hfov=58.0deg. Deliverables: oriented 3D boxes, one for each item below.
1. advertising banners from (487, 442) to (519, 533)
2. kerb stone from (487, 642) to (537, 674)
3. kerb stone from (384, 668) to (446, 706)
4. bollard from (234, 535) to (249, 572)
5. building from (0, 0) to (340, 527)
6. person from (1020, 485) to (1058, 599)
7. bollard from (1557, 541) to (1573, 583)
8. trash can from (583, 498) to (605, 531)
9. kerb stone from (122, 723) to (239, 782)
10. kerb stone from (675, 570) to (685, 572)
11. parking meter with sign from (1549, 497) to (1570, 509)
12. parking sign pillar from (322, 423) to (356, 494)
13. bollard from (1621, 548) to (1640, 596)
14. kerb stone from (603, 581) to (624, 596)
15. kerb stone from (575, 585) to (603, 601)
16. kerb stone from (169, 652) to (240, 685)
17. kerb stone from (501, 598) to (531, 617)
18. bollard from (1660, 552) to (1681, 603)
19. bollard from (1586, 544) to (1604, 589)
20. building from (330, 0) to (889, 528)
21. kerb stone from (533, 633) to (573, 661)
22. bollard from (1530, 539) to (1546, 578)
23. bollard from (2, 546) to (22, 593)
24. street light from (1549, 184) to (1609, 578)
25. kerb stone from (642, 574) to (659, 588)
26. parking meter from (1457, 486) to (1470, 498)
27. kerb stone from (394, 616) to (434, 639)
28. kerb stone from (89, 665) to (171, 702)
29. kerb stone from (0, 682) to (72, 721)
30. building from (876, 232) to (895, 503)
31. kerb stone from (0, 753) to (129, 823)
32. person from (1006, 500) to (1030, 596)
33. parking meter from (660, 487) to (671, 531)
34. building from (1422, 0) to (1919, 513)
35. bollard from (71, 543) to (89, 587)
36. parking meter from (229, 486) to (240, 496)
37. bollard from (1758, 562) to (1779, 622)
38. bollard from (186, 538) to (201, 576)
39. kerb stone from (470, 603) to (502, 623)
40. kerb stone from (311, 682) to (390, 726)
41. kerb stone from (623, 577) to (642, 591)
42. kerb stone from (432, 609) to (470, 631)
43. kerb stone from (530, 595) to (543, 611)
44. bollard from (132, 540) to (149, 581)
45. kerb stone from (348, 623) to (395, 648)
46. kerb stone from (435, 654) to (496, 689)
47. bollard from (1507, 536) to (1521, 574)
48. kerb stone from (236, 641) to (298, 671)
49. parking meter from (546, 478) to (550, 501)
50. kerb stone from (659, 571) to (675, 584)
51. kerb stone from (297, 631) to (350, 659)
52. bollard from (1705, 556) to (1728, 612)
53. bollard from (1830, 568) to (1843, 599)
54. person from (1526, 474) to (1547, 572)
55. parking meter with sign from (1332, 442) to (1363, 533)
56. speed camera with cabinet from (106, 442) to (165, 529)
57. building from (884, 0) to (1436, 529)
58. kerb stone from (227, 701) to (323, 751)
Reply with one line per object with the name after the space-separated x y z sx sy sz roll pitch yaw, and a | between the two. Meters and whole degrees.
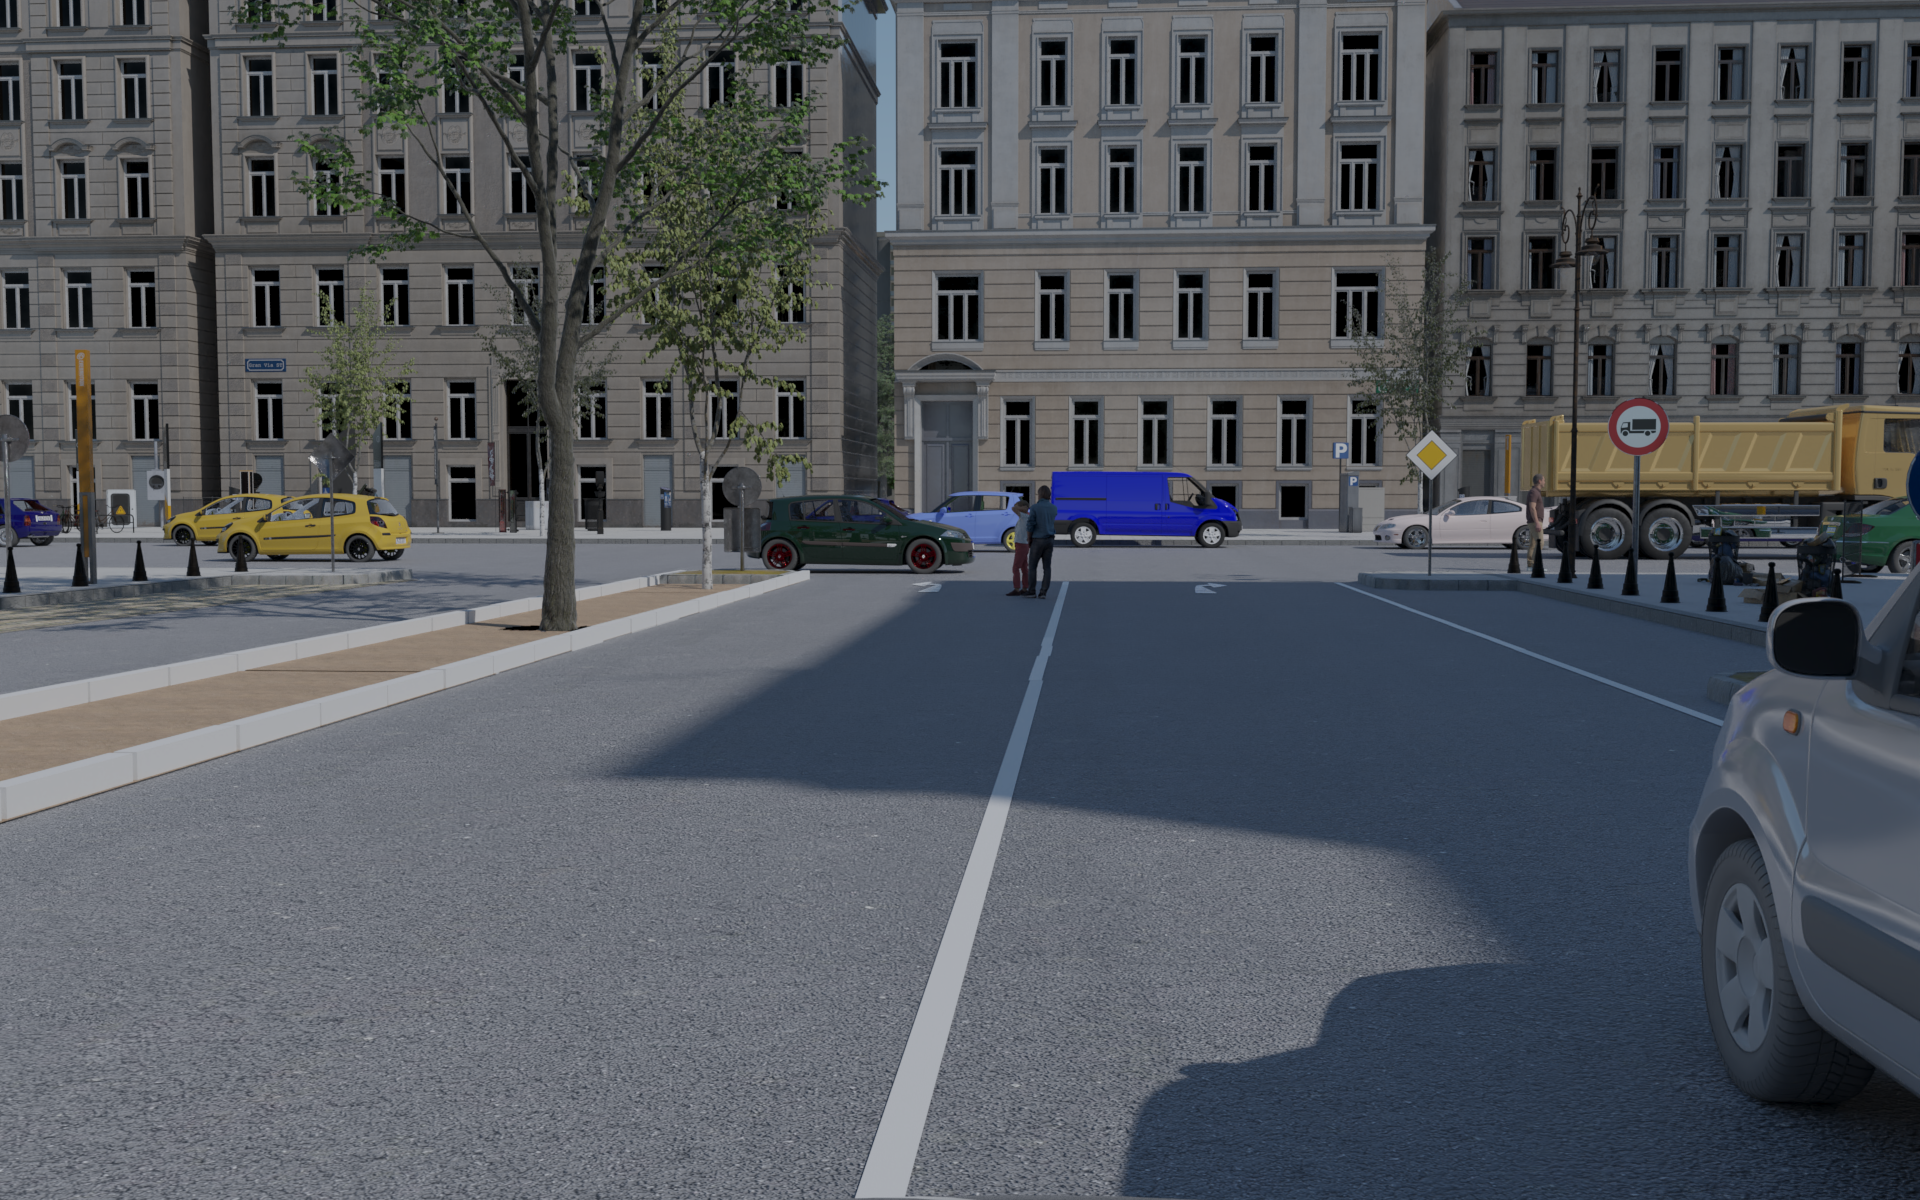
-15.258 -3.766 57.755 0.090 3.025 2.074 -3 5 -41 | advertising banners
-3.718 0.487 14.235 0.120 0.150 1.000 0 4 4 | kerb stone
-3.878 0.619 12.182 0.120 0.150 1.000 0 4 4 | kerb stone
-11.859 -0.766 28.559 0.229 0.601 0.229 0 3 0 | bollard
-41.331 -16.851 72.784 25.104 27.353 12.463 0 4 4 | building
1.091 -0.797 23.750 0.499 1.552 0.429 0 4 -2 | person
8.730 -0.547 24.978 0.229 0.601 0.229 0 3 0 | bollard
-12.689 -2.958 60.017 0.748 1.137 0.748 0 3 0 | trash can
-4.114 0.800 9.116 0.120 0.150 1.000 0 4 4 | kerb stone
-4.710 -0.399 28.757 0.120 0.150 1.000 0 4 4 | kerb stone
18.676 -3.460 52.837 1.738 3.016 0.543 1 4 21 | parking meter with sign
-23.246 -4.670 64.833 1.447 3.967 1.447 2 4 27 | parking sign pillar
8.496 -0.360 21.934 0.229 0.601 0.229 0 3 0 | bollard
-5.017 -0.146 24.649 0.120 0.150 1.000 0 4 4 | kerb stone
-5.099 -0.087 23.625 0.120 0.150 1.000 0 4 4 | kerb stone
-5.890 0.543 13.376 0.120 0.150 1.000 0 4 4 | kerb stone
-5.342 0.102 20.550 0.120 0.150 1.000 0 4 4 | kerb stone
8.383 -0.268 20.426 0.229 0.601 0.229 0 3 0 | bollard
8.614 -0.454 23.465 0.229 0.601 0.229 0 3 0 | bollard
-16.099 -16.732 70.835 25.104 27.353 12.463 0 4 4 | building
-3.645 0.426 15.261 0.120 0.150 1.000 0 4 4 | kerb stone
8.850 -0.640 26.501 0.229 0.601 0.229 0 3 0 | bollard
-12.326 -0.395 22.495 0.229 0.601 0.229 0 3 0 | bollard
9.325 -3.269 26.244 0.468 5.910 1.993 0 4 4 | street light
-4.863 -0.276 26.707 0.120 0.150 1.000 0 4 4 | kerb stone
15.536 -2.755 53.457 0.372 1.533 0.369 0 3 0 | parking meter
-5.584 0.290 17.477 0.120 0.150 1.000 0 4 4 | kerb stone
-5.973 0.604 12.355 0.120 0.150 1.000 0 4 4 | kerb stone
-6.052 0.664 11.331 0.120 0.150 1.000 0 4 4 | kerb stone
-2.707 -33.515 239.843 23.993 40.220 32.217 0 4 4 | building
-4.194 0.863 8.083 0.120 0.150 1.000 0 4 4 | kerb stone
0.830 -0.740 24.504 0.340 1.345 0.435 0 4 6 | person
-10.265 -3.181 60.425 0.372 1.533 0.369 0 3 0 | parking meter
26.668 -13.288 66.415 18.267 20.994 9.793 0 4 4 | building
-12.210 -0.488 24.016 0.229 0.601 0.229 0 3 0 | bollard
-23.451 -2.915 56.064 0.372 1.533 0.369 0 3 0 | parking meter
8.146 -0.083 17.394 0.229 0.601 0.229 0 3 0 | bollard
-11.977 -0.673 27.045 0.229 0.601 0.229 0 3 0 | bollard
-5.418 0.169 19.529 0.120 0.150 1.000 0 4 4 | kerb stone
-3.951 0.678 11.159 0.120 0.150 1.000 0 4 4 | kerb stone
-4.942 -0.213 25.671 0.120 0.150 1.000 0 4 4 | kerb stone
-5.497 0.226 18.498 0.120 0.150 1.000 0 4 4 | kerb stone
-5.260 0.038 21.572 0.120 0.150 1.000 0 4 4 | kerb stone
-12.095 -0.580 25.530 0.229 0.601 0.229 0 3 0 | bollard
-5.648 0.352 16.445 0.120 0.150 1.000 0 4 4 | kerb stone
-3.792 0.550 13.206 0.120 0.150 1.000 0 4 4 | kerb stone
8.967 -0.732 28.015 0.229 0.601 0.229 0 3 0 | bollard
-5.813 0.477 14.403 0.120 0.150 1.000 0 4 4 | kerb stone
-14.927 -3.528 63.393 0.399 1.863 0.255 3 5 42 | parking meter
-4.793 -0.339 27.735 0.120 0.150 1.000 0 4 4 | kerb stone
-5.730 0.414 15.424 0.120 0.150 1.000 0 4 4 | kerb stone
8.265 -0.175 18.904 0.229 0.601 0.229 0 3 0 | bollard
8.029 0.011 15.867 0.229 0.601 0.229 0 3 0 | bollard
10.731 -1.440 32.178 0.434 1.807 0.598 2 4 28 | person
12.970 -3.760 57.733 0.543 3.016 1.738 -1 4 -8 | parking meter with sign
-30.818 -4.311 64.820 2.038 3.252 0.660 -2 4 -26 | speed camera with cabinet
7.645 -17.322 69.113 20.117 28.700 13.634 0 4 4 | building
-4.026 0.739 10.137 0.120 0.150 1.000 0 4 4 | kerb stone
